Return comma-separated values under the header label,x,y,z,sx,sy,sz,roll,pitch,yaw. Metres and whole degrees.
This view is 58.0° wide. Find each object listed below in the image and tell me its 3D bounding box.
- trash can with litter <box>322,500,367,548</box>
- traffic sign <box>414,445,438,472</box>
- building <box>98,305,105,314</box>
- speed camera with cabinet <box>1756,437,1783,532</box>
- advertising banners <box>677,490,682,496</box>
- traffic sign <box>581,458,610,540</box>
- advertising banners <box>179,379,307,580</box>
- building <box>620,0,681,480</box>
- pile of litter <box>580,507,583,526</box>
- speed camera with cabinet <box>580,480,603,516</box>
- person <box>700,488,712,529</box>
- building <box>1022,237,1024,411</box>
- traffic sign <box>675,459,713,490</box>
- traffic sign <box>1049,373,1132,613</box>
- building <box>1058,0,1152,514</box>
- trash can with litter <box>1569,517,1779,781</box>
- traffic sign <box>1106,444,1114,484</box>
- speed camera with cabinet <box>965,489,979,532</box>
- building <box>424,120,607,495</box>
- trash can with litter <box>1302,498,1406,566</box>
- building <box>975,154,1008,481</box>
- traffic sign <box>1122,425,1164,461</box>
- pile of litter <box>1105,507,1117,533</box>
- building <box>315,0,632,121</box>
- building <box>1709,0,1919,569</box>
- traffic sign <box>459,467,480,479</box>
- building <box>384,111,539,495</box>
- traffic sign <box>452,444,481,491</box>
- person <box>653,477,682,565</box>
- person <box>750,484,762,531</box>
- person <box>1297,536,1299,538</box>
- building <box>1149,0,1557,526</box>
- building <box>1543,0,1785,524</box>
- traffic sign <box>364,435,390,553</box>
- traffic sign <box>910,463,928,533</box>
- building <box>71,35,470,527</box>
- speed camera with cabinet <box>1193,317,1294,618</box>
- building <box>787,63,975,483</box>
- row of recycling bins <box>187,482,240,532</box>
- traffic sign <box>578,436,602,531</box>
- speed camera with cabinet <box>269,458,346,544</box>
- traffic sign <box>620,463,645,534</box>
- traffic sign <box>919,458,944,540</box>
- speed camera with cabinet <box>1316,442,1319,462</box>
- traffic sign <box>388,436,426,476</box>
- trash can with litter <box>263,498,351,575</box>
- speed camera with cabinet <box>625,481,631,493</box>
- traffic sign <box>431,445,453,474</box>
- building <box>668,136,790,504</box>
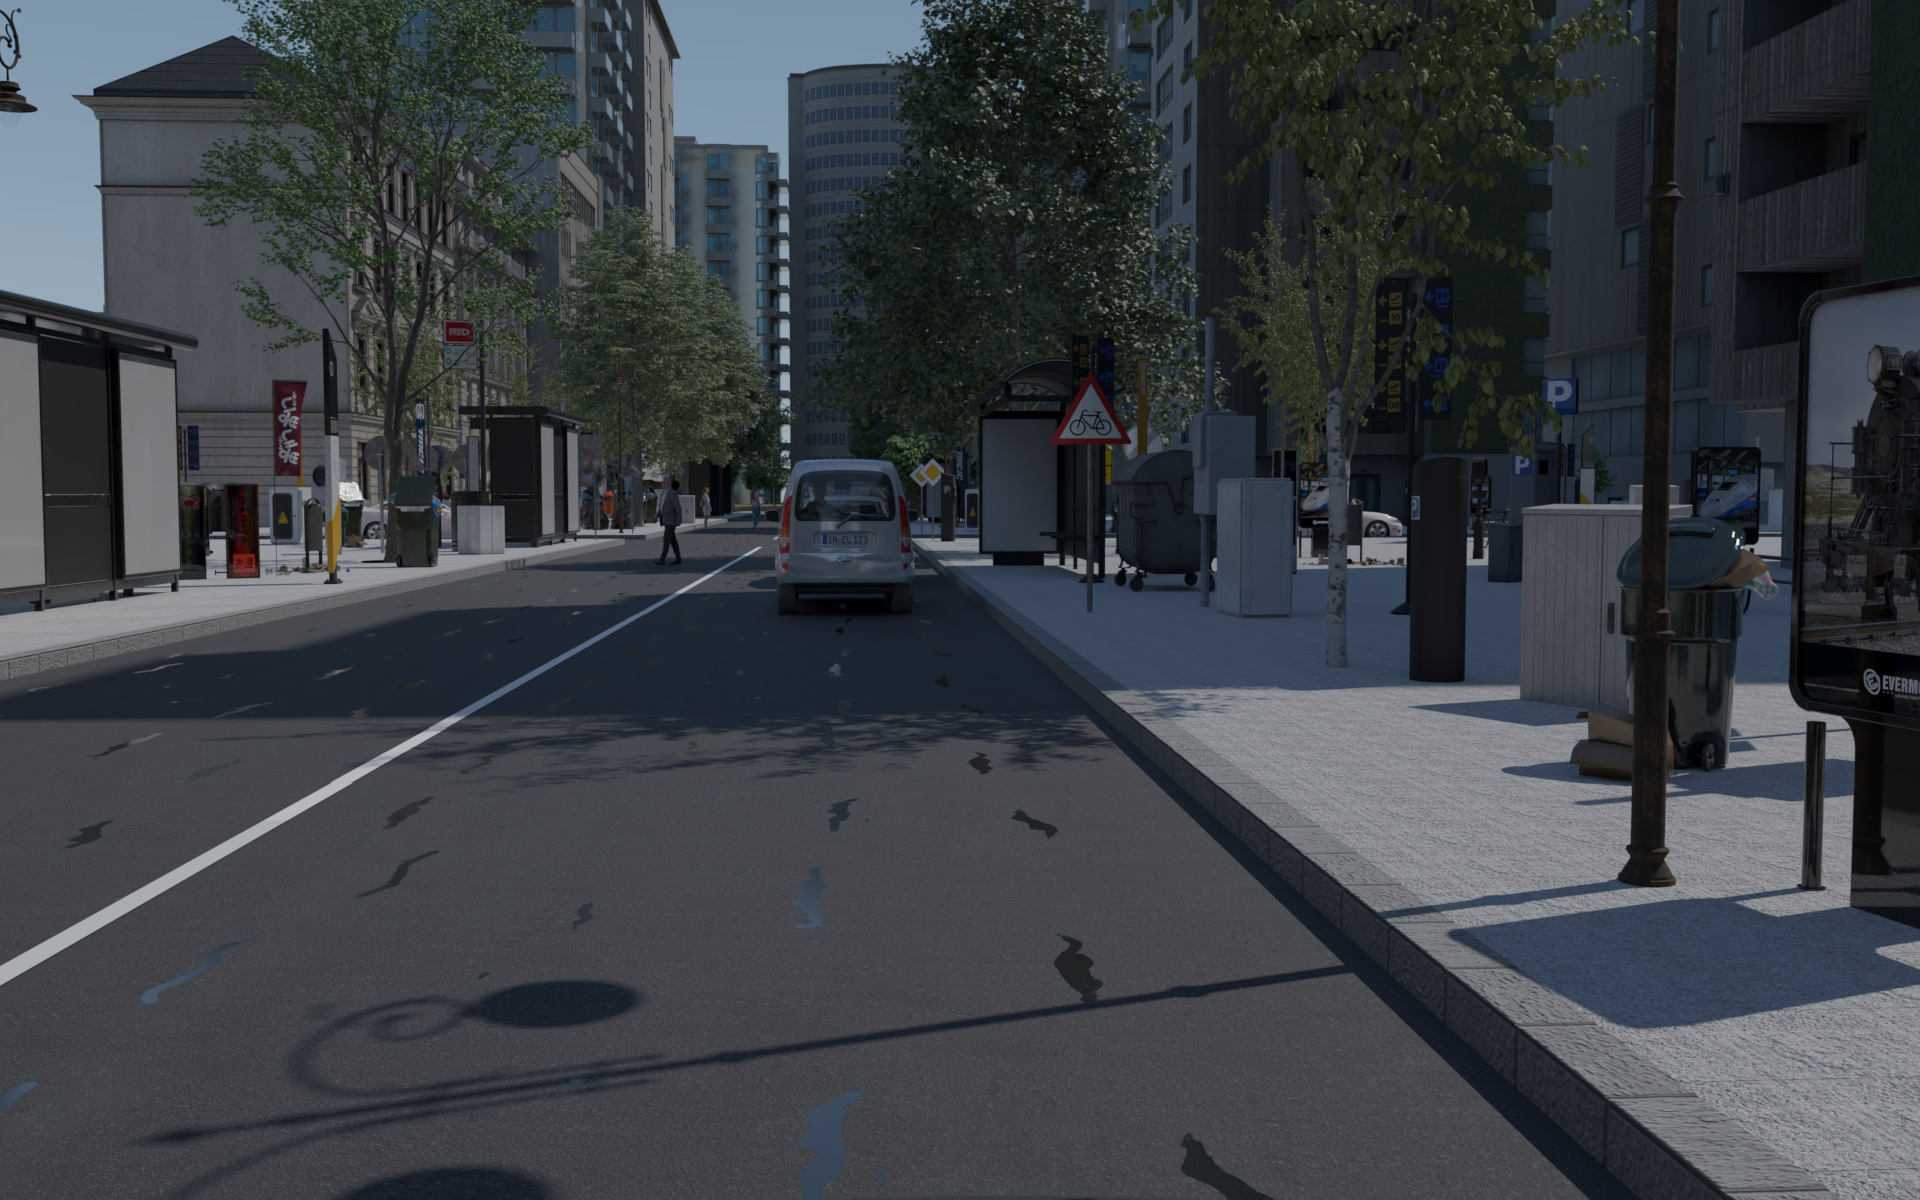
label,x,y,z,sx,sy,sz,roll,pitch,yaw
trash can with litter,-14.719,-1.839,41.461,1.055,1.170,0.624,1,4,10
traffic sign,-13.816,-2.722,44.607,0.768,2.556,0.104,0,4,5
building,-72.815,-20.419,178.894,28.899,21.520,27.650,0,4,-3
speed camera with cabinet,27.916,-3.975,59.333,0.660,3.252,2.038,-1,4,-15
advertising banners,-17.059,-6.656,105.008,0.090,3.025,2.074,-2,4,-28
traffic sign,-10.090,-2.709,47.932,0.795,2.450,0.064,0,4,-3
advertising banners,-10.905,-1.835,26.196,2.074,3.025,0.090,-2,4,-35
building,-43.919,-36.084,179.218,27.495,52.752,28.713,0,4,-3
pile of litter,-15.454,-3.427,69.989,1.176,0.858,1.719,2,4,25
speed camera with cabinet,-23.520,-7.023,109.169,2.038,3.252,0.660,1,4,23
person,-10.483,-3.793,71.513,0.522,1.701,0.512,-2,4,-33
building,14.700,-52.226,166.563,22.319,86.520,31.000,0,4,-3
traffic sign,-15.608,-6.599,101.769,2.265,3.308,0.079,0,4,-3
traffic sign,1.404,-1.142,18.676,0.884,2.594,0.081,0,4,1
building,18.617,-30.422,117.003,23.786,49.044,30.456,0,4,-3
trash can with litter,3.288,0.207,8.007,0.624,1.170,1.055,3,5,43
traffic sign,2.783,-3.080,44.238,2.265,3.308,0.079,0,4,-2
speed camera with cabinet,0.985,-3.931,58.613,0.660,3.252,2.038,-3,4,-37
building,-32.070,-18.459,119.825,12.078,24.808,19.932,0,4,-3
trash can with litter,7.346,-1.241,31.349,2.233,1.210,1.678,3,5,40
building,8.537,-30.980,190.113,14.154,41.232,14.086,0,4,-3
traffic sign,3.343,-1.935,31.744,0.768,2.556,0.104,0,4,4
pile of litter,5.378,-2.630,56.965,1.176,0.858,1.719,-1,4,-9
building,-39.433,-32.088,144.247,23.786,49.044,30.456,0,4,-3
building,19.674,-15.578,26.404,14.160,30.474,14.107,0,4,-3
traffic sign,-13.669,-2.823,48.293,0.606,2.300,0.079,0,4,6
building,-32.617,-15.663,97.887,13.314,21.916,24.055,0,4,-3
traffic sign,-12.608,-2.701,44.274,0.768,2.556,0.104,0,4,6
person,-5.927,-1.590,34.893,0.661,1.777,0.834,3,5,41
person,-7.929,-3.602,67.397,0.555,1.821,0.388,2,4,27
person,10.594,-2.789,54.771,0.731,1.740,0.598,0,4,8
building,16.248,-18.563,75.206,14.107,30.474,14.160,0,4,-3
building,44.572,-30.213,83.228,27.495,52.752,28.713,0,4,-3
traffic sign,-12.562,-2.293,37.602,0.768,2.556,0.104,0,4,4
traffic sign,-1.248,-3.230,56.448,0.795,2.450,0.064,0,4,-3
building,-28.727,-12.895,75.453,10.561,19.102,19.286,0,4,-3
speed camera with cabinet,3.065,-1.499,18.841,0.660,3.252,2.038,0,4,-6
building,-8.972,-42.395,235.158,28.212,58.520,21.231,0,4,-3
row of recycling bins,-26.059,-3.178,59.068,3.534,1.692,1.069,0,4,4
traffic sign,-13.612,-4.072,60.458,2.265,3.308,0.079,0,4,5
speed camera with cabinet,-16.670,-3.051,44.220,2.038,3.252,0.660,1,4,22
traffic sign,-10.576,-3.196,55.902,0.795,2.450,0.064,0,4,-3
traffic sign,-0.762,-2.742,48.478,0.795,2.450,0.064,0,4,-3
speed camera with cabinet,12.097,-3.918,58.401,0.660,3.252,2.038,1,4,22
traffic sign,-12.490,-2.389,39.065,0.884,2.594,0.081,0,4,1
trash can with litter,-10.872,-1.060,28.394,1.678,1.210,2.233,0,4,4
speed camera with cabinet,-19.517,-6.725,104.297,0.660,3.252,2.038,1,4,14
traffic sign,-13.552,-2.744,44.963,0.768,2.556,0.104,0,4,-1
building,-38.363,-37.599,234.351,30.456,49.044,23.786,0,4,-3
